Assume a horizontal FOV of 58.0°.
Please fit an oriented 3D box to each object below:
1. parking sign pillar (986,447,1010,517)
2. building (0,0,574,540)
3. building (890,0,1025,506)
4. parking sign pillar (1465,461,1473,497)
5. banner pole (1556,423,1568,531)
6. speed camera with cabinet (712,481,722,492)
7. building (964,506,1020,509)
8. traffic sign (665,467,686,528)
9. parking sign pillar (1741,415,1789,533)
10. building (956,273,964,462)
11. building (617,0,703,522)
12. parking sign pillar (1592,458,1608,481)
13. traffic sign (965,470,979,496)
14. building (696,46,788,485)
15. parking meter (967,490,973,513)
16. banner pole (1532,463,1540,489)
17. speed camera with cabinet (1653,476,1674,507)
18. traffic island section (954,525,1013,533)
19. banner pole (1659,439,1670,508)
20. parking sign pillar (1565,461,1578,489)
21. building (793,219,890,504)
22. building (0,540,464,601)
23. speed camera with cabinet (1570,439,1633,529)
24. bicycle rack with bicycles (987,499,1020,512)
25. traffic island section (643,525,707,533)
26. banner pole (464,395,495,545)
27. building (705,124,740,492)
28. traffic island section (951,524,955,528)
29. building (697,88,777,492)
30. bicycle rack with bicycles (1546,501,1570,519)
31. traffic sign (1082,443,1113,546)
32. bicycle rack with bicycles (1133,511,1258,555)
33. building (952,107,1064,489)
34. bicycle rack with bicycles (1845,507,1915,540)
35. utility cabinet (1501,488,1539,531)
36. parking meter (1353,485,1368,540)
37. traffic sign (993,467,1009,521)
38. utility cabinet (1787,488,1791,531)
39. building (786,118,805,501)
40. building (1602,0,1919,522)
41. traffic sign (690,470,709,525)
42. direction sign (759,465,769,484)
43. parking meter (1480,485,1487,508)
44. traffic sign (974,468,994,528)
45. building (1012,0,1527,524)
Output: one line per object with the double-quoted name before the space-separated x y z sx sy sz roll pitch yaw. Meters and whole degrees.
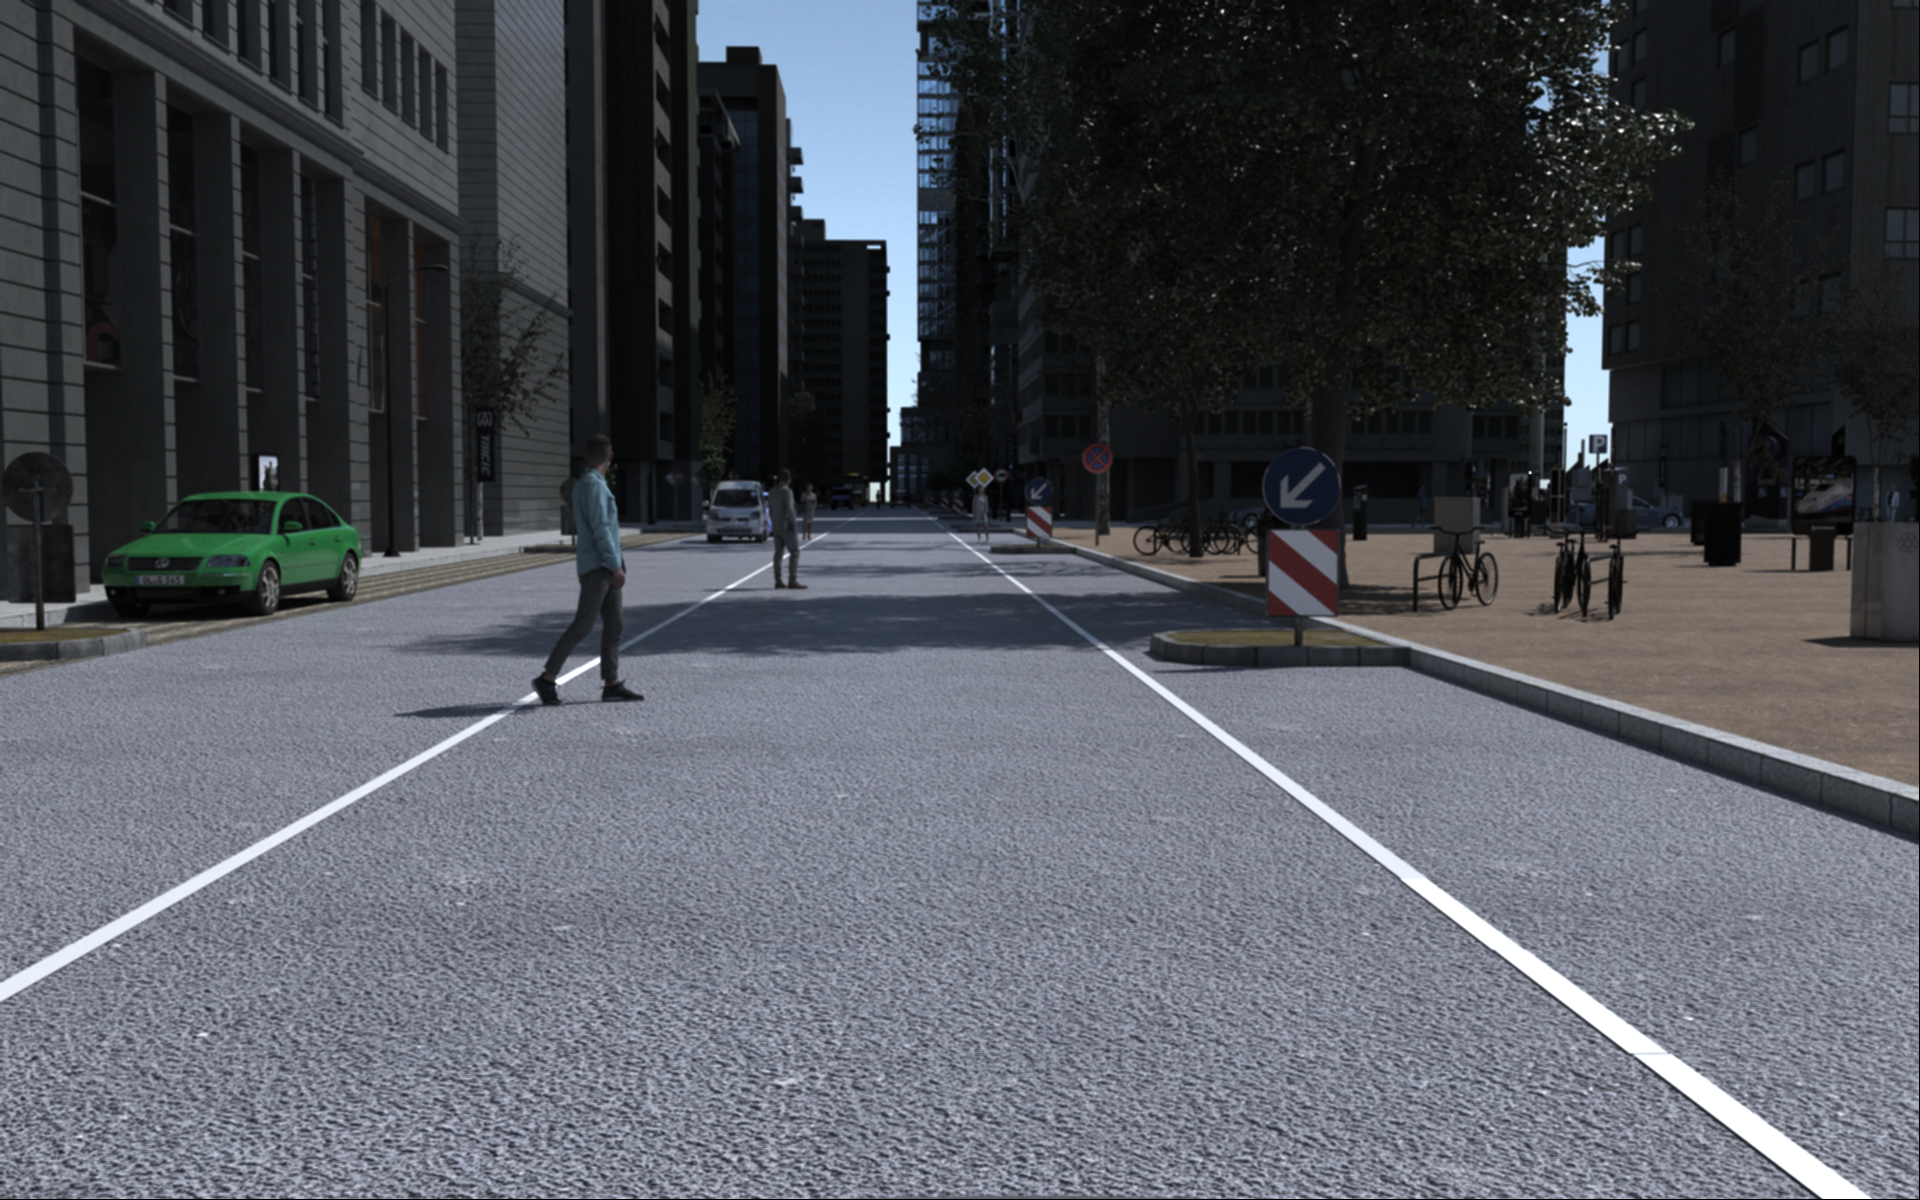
"parking sign pillar" 1.977 -6.782 99.352 1.447 3.967 1.447 0 4 1
"building" -28.761 -17.070 56.579 29.804 29.767 11.434 0 4 -2
"building" 5.645 -56.854 242.239 31.000 86.520 22.319 0 4 -2
"parking sign pillar" 28.776 -6.703 98.058 1.447 3.967 1.447 1 4 15
"banner pole" 21.139 -4.335 60.900 0.401 3.779 0.863 -1 4 -9
"speed camera with cabinet" -16.334 -7.789 121.680 2.038 3.252 0.660 -2 4 -27
"building" 11.550 -52.001 162.879 22.319 86.520 31.000 0 4 -2
"traffic sign" -10.636 -3.739 64.776 0.795 2.450 0.064 0 4 -2
"parking sign pillar" 26.680 -4.208 57.280 1.447 3.967 1.447 -2 4 -28
"building" 6.395 -27.210 216.576 14.160 30.474 14.107 0 4 -2
"building" -19.840 -18.858 80.034 14.160 30.474 14.107 0 4 -2
"parking sign pillar" 48.275 -8.693 130.599 1.447 3.967 1.447 -3 5 -42
"traffic sign" 0.613 -4.251 73.151 0.795 2.450 0.064 0 4 -2
"building" -25.148 -32.279 177.878 14.600 45.320 14.200 0 4 -2
"parking meter" 0.758 -7.564 132.075 0.372 1.533 0.369 0 3 0
"banner pole" 46.334 -9.149 139.596 0.863 3.779 0.401 0 4 2
"speed camera with cabinet" 36.690 -5.870 90.308 0.660 3.252 2.038 3 4 37
"traffic island section" 0.925 -2.628 65.249 2.009 0.180 2.903 0 4 -2
"banner pole" 32.067 -5.431 78.819 0.401 3.779 0.863 -1 4 -15
"parking sign pillar" 49.817 -9.334 141.087 1.447 3.967 1.447 -2 4 -32
"building" -22.010 -33.985 247.541 23.993 40.220 32.217 0 4 -2
"building" -17.076 -15.256 26.920 11.434 29.767 29.804 0 4 -2
"speed camera with cabinet" 23.222 -4.177 62.632 2.038 3.252 0.660 1 4 17
"bicycle rack with bicycles" 3.600 -6.939 126.837 2.852 0.926 2.925 -3 5 -45
"traffic island section" -10.659 -2.603 64.837 2.009 0.180 2.903 0 4 -2
"banner pole" -12.140 -3.288 43.768 0.863 3.779 0.401 0 4 3
"building" -24.971 -22.236 135.268 14.160 30.474 14.107 0 4 -2
"traffic island section" 0.636 -3.116 73.229 2.009 0.180 2.903 0 4 -2
"building" -33.415 -28.549 158.662 32.217 40.220 23.993 0 4 -2
"bicycle rack with bicycles" 30.129 -4.672 89.761 2.852 0.926 2.925 0 4 -7
"traffic sign" 3.409 -2.622 42.973 0.768 2.556 0.104 0 4 3
"bicycle rack with bicycles" 5.233 -1.457 37.207 2.925 0.926 2.852 0 4 8
"building" 10.312 -33.040 194.820 22.147 44.769 28.867 0 4 -2
"bicycle rack with bicycles" 25.796 -2.128 48.173 2.925 0.926 2.852 -2 4 -31
"utility cabinet" 18.943 -3.055 58.635 1.173 1.500 0.318 0 4 -5
"parking meter" 11.099 -2.422 48.019 0.372 1.533 0.369 0 3 0
"traffic sign" 1.972 -5.056 82.776 0.768 2.556 0.104 0 4 3
"utility cabinet" 28.225 -3.115 59.613 0.318 1.500 1.173 -3 4 -38
"building" -34.364 -36.074 209.424 30.456 49.044 23.786 0 4 -2
"building" 51.497 -30.556 88.837 27.495 52.752 28.713 0 4 -2
"traffic sign" -10.925 -4.227 72.756 0.795 2.450 0.064 0 4 -2
"direction sign" -15.473 -8.864 136.928 0.876 3.537 0.379 1 4 16
"parking meter" 34.077 -6.548 112.778 0.399 1.863 0.255 3 5 43
"traffic sign" 0.902 -3.763 65.171 0.795 2.450 0.064 0 4 -2
"building" 15.225 -24.257 88.486 23.993 40.220 32.217 0 4 -2
